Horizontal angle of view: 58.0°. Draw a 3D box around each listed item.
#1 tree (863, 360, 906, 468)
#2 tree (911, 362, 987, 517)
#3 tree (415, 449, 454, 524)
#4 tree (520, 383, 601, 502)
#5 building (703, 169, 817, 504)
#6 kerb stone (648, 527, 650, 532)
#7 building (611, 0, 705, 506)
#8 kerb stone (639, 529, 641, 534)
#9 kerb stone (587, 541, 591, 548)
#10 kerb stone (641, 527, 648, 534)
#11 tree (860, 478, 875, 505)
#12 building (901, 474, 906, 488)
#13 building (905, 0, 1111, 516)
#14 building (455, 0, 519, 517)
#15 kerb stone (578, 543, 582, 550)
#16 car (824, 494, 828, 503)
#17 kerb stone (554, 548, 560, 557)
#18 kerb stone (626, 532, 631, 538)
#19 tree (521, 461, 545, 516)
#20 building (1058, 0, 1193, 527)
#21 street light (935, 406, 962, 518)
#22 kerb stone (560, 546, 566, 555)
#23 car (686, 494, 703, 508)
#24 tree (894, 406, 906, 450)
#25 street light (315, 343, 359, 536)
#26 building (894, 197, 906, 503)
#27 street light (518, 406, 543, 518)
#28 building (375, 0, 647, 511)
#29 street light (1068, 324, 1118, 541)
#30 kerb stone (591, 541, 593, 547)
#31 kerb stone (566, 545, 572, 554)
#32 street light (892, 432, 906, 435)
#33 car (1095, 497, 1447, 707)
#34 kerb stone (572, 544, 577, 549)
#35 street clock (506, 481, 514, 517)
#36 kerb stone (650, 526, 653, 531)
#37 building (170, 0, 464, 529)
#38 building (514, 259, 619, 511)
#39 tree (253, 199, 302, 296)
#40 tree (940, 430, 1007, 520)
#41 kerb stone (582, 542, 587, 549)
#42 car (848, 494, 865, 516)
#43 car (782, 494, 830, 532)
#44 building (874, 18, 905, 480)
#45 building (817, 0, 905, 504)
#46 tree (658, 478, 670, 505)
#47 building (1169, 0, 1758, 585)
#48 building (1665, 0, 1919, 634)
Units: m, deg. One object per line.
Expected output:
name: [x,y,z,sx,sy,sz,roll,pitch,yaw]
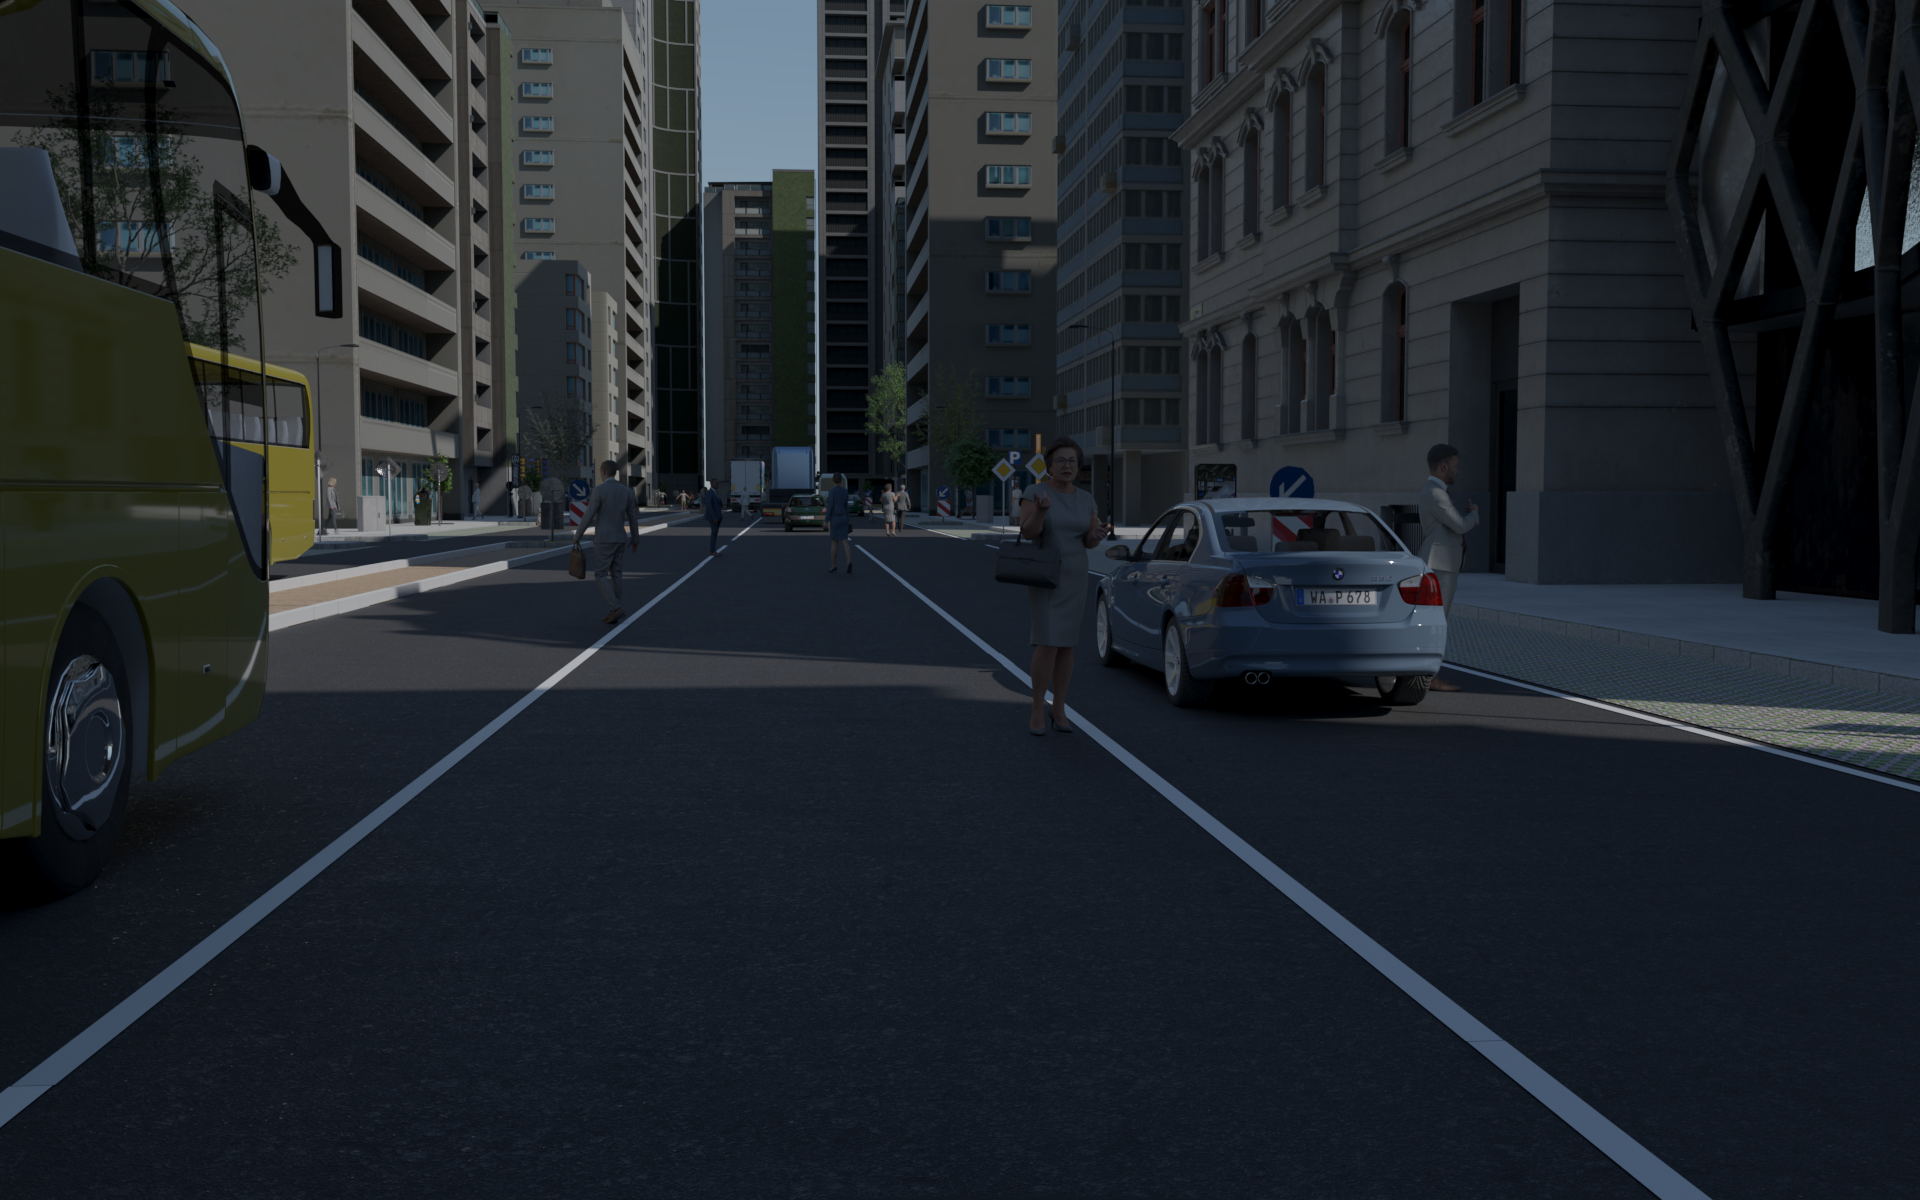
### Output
tree: [-3.973,-12.816,135.295,9.928,11.665,9.643,0,3,0]
tree: [-0.316,-8.866,95.316,4.737,8.622,4.395,0,3,0]
tree: [-21.993,-4.830,73.566,1.663,3.219,1.824,0,3,0]
tree: [-26.419,-9.977,113.487,4.360,8.622,3.978,0,3,0]
building: [-25.338,-32.818,220.161,14.086,41.232,14.154,0,4,-6]
kerb stone: [-11.744,-2.594,64.610,0.120,0.150,1.000,0,4,-6]
building: [-43.582,-47.825,220.184,20.611,71.187,20.563,0,4,-6]
kerb stone: [-11.349,-2.344,60.527,0.120,0.150,1.000,0,4,-6]
kerb stone: [-9.921,-1.439,45.726,0.120,0.150,1.000,0,4,-6]
kerb stone: [-11.650,-2.530,63.585,0.120,0.150,1.000,0,4,-6]
tree: [-10.917,-13.009,207.291,1.663,3.219,1.824,0,3,0]
building: [11.190,-28.200,152.954,32.217,40.220,23.993,0,4,-6]
building: [7.821,-29.759,110.262,21.300,48.544,21.600,0,4,-6]
building: [-33.412,-19.973,98.262,14.160,30.474,14.107,0,4,-6]
kerb stone: [-9.718,-1.314,43.683,0.120,0.150,1.000,0,4,-6]
car: [-9.135,-6.940,125.271,2.131,1.459,4.920,0,4,-4]
kerb stone: [-9.327,-1.063,39.600,0.120,0.150,1.000,0,4,-6]
kerb stone: [-11.158,-2.220,58.487,0.120,0.150,1.000,0,4,-6]
tree: [-24.895,-6.474,100.457,1.663,3.219,1.824,0,3,0]
building: [17.120,-23.364,73.878,23.993,40.220,32.217,0,4,-6]
street light: [-0.595,-7.263,91.295,1.470,5.913,1.316,0,4,-6]
kerb stone: [-9.422,-1.127,40.622,0.120,0.150,1.000,0,4,-6]
car: [-26.986,-10.154,177.815,2.131,1.459,4.920,0,4,-5]
tree: [-2.568,-10.700,125.307,4.360,8.622,3.978,0,3,0]
street light: [-19.203,-4.949,53.450,1.470,5.913,1.316,0,4,-6]
building: [0.389,-24.441,171.311,14.160,30.474,14.107,0,4,-6]
street light: [-22.694,-7.271,91.416,1.470,5.913,1.316,0,4,-6]
building: [-42.051,-33.198,166.496,21.300,48.544,21.600,0,4,-6]
street light: [3.650,-4.583,47.465,1.470,5.913,1.316,0,4,-6]
kerb stone: [-10.019,-1.500,46.751,0.120,0.150,1.000,0,4,-6]
kerb stone: [-9.522,-1.189,41.640,0.120,0.150,1.000,0,4,-6]
street light: [-4.432,-9.654,130.379,1.470,5.913,1.316,0,4,-6]
car: [2.172,-0.062,13.014,2.014,1.417,4.499,0,4,-5]
kerb stone: [-9.623,-1.252,42.660,0.120,0.150,1.000,0,4,-6]
street clock: [-25.324,-5.688,97.566,0.471,2.002,0.358,2,4,34]
kerb stone: [-11.848,-2.657,65.629,0.120,0.150,1.000,0,4,-6]
building: [-33.831,-27.403,71.743,21.300,48.544,21.600,0,4,-6]
building: [-43.367,-18.119,141.277,27.650,21.520,28.899,0,4,-6]
tree: [-19.346,-6.358,38.367,8.767,10.594,7.601,-2,4,-35]
tree: [0.605,-6.324,87.106,4.285,4.588,4.351,0,3,0]
kerb stone: [-9.825,-1.377,44.708,0.120,0.150,1.000,0,4,-6]
car: [-7.181,-6.146,112.283,2.131,1.459,4.920,0,4,-6]
car: [-5.866,-3.485,66.768,2.009,1.686,4.222,0,4,-4]
building: [5.549,-36.884,192.285,28.713,52.752,27.495,0,4,-6]
building: [-7.955,-48.029,223.518,20.611,71.187,20.563,0,4,-6]
tree: [-35.445,-12.890,205.355,1.663,3.219,1.824,0,3,0]
building: [13.262,-15.158,35.217,14.401,28.519,23.554,0,4,-6]
building: [16.710,-9.037,15.214,16.820,18.784,16.811,0,4,-6]
